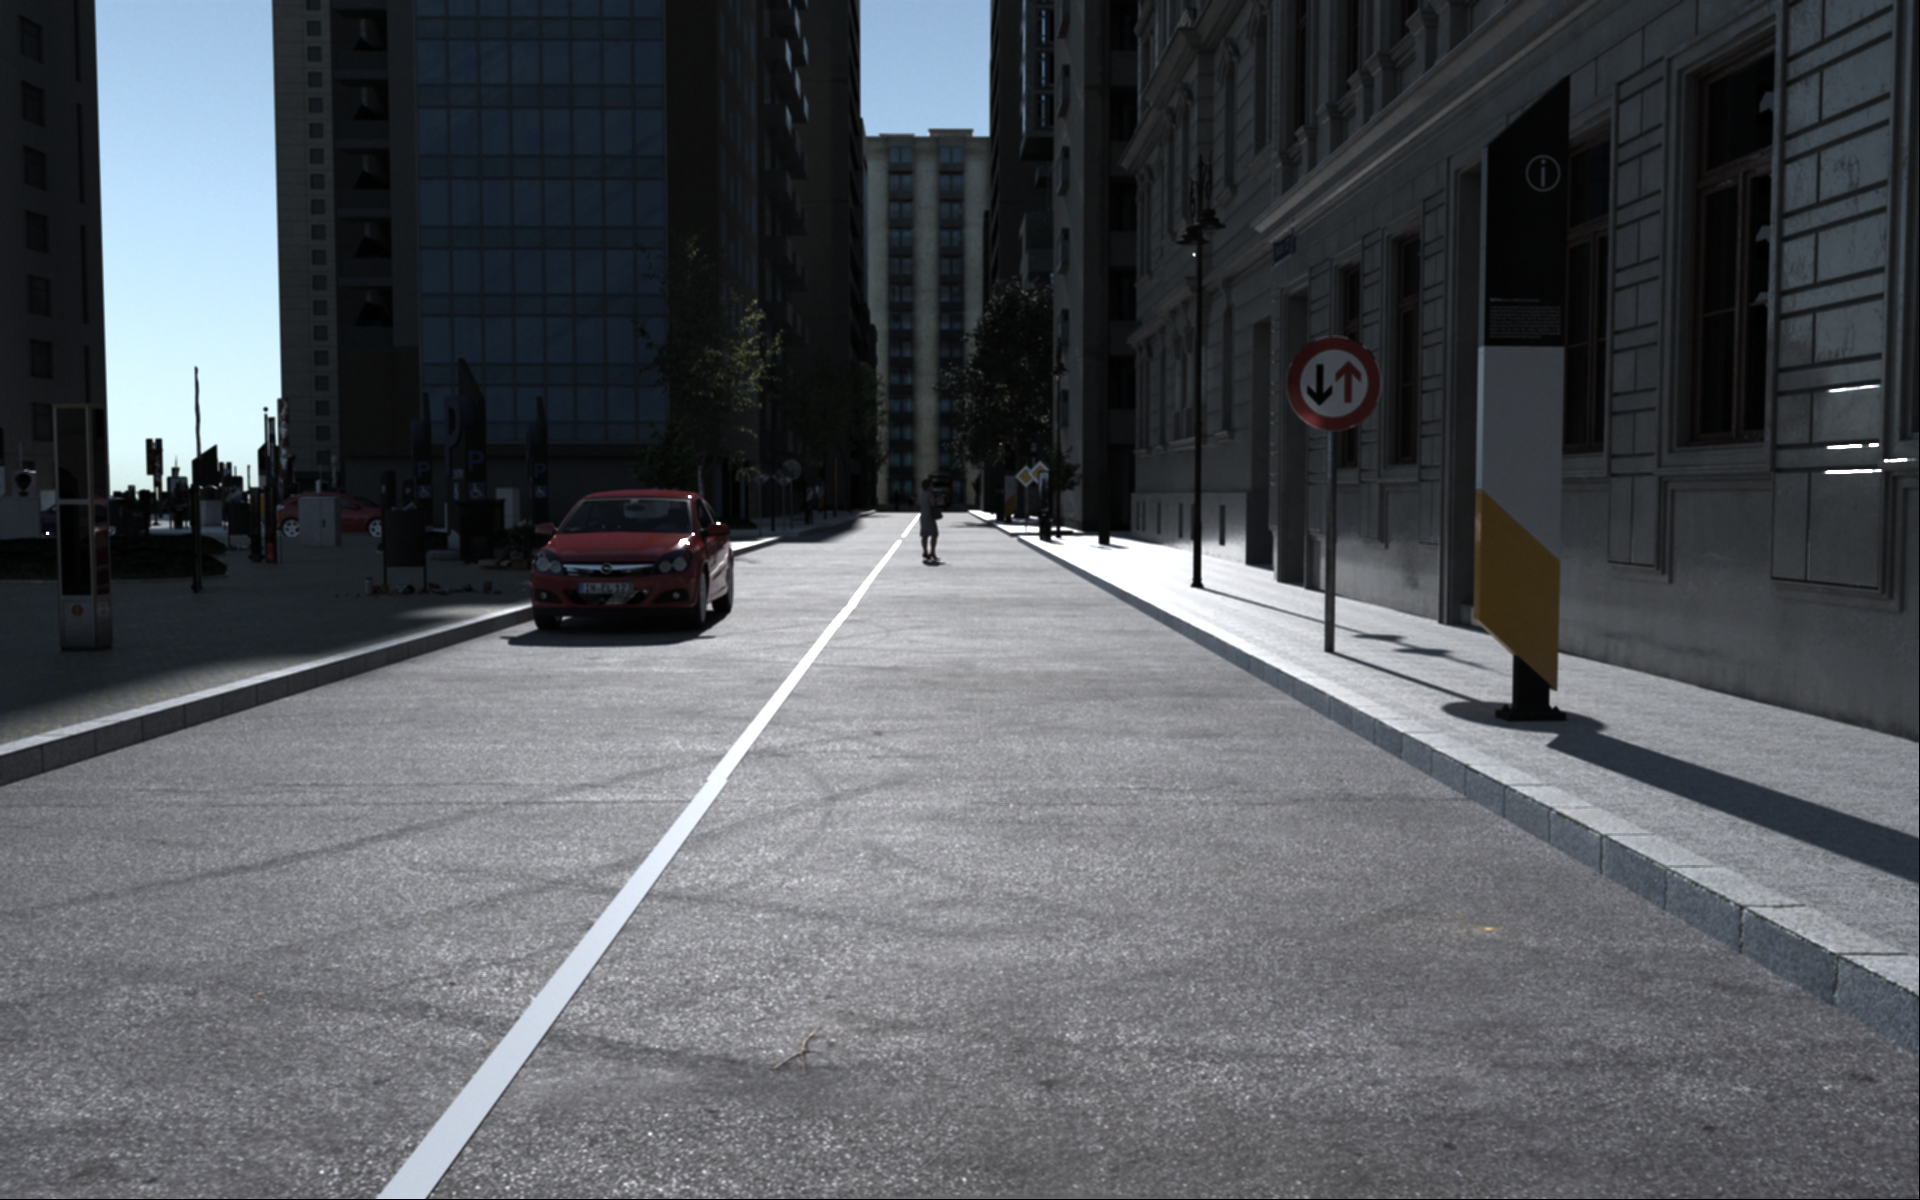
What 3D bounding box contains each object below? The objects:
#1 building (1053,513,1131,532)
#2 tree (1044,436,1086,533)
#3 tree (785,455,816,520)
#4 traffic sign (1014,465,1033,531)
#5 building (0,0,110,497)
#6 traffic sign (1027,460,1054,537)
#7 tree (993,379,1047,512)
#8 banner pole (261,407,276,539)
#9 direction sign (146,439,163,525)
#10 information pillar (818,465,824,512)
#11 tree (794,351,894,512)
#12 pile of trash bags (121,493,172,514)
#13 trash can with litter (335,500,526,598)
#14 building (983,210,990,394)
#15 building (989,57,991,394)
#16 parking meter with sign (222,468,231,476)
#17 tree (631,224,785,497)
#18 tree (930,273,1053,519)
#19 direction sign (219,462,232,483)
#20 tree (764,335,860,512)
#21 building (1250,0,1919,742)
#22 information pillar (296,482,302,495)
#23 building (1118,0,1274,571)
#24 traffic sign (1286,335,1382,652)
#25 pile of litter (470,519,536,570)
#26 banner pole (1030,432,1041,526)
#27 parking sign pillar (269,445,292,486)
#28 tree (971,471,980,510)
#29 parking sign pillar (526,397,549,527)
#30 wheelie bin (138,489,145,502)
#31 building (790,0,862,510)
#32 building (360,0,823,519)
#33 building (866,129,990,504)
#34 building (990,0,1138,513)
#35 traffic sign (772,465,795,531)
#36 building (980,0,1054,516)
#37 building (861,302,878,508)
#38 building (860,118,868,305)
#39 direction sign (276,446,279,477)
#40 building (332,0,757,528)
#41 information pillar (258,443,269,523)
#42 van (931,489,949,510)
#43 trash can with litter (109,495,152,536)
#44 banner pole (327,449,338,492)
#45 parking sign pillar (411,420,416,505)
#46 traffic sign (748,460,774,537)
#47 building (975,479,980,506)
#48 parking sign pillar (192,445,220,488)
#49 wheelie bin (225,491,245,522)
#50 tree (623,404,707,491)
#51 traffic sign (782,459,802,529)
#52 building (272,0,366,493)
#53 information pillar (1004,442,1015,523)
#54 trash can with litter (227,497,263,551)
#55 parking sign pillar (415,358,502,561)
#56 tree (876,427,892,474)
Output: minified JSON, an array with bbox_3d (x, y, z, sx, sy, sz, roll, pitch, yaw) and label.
[{"bbox_3d":[14.518,-27.200,68.424,21.600,48.544,21.300,0,4,-1],"label":"building"},{"bbox_3d":[3.307,-3.877,57.985,1.663,3.219,1.824,0,3,0],"label":"tree"},{"bbox_3d":[-7.840,-5.537,85.135,1.663,3.219,1.824,0,3,0],"label":"tree"},{"bbox_3d":[2.263,-3.411,59.409,0.795,2.450,0.064,0,4,-1],"label":"traffic sign"},{"bbox_3d":[-43.721,-18.093,67.527,14.107,30.474,14.160,0,4,-1],"label":"building"},{"bbox_3d":[2.376,-2.922,51.425,0.795,2.450,0.064,0,4,-1],"label":"traffic sign"},{"bbox_3d":[3.010,-9.087,98.929,4.360,8.622,3.978,0,3,0],"label":"tree"},{"bbox_3d":[-19.801,-3.653,49.738,0.401,3.779,0.863,-3,5,-44],"label":"banner pole"},{"bbox_3d":[-32.936,-4.824,70.872,0.876,3.537,0.379,2,4,24],"label":"direction sign"},{"bbox_3d":[-9.669,-7.925,120.931,0.504,3.616,0.183,-1,4,-15],"label":"information pillar"},{"bbox_3d":[-8.361,-12.260,126.200,9.928,11.665,9.643,0,3,0],"label":"tree"},{"bbox_3d":[-51.948,-6.140,110.140,1.912,1.369,3.447,2,4,28],"label":"pile of trash bags"},{"bbox_3d":[-6.781,-0.690,22.337,2.233,1.210,1.678,0,4,-7],"label":"trash can with litter"},{"bbox_3d":[9.286,-24.871,178.347,14.160,30.474,14.107,0,4,-1],"label":"building"},{"bbox_3d":[9.745,-29.333,163.196,14.154,41.232,14.086,0,4,-1],"label":"building"},{"bbox_3d":[-49.161,-7.350,116.434,0.543,3.016,1.738,-2,4,-29],"label":"parking meter with sign"},{"bbox_3d":[-6.987,-5.914,47.062,4.360,8.622,3.978,0,3,0],"label":"tree"},{"bbox_3d":[3.249,-10.575,89.912,9.611,12.733,9.660,0,3,0],"label":"tree"},{"bbox_3d":[-52.083,-8.004,122.855,0.876,3.537,0.379,0,4,-4],"label":"direction sign"},{"bbox_3d":[-6.944,-7.981,80.846,4.737,8.622,4.395,0,3,0],"label":"tree"},{"bbox_3d":[9.806,-10.980,15.682,11.583,22.565,21.152,0,4,-1],"label":"building"},{"bbox_3d":[-39.521,-6.050,103.403,0.304,2.012,0.304,1,4,8],"label":"information pillar"},{"bbox_3d":[11.323,-15.346,38.301,14.401,28.519,23.554,0,4,-1],"label":"building"},{"bbox_3d":[3.007,-0.851,14.022,0.768,2.556,0.104,0,4,2],"label":"traffic sign"},{"bbox_3d":[-7.688,-0.957,29.607,1.176,0.858,1.719,-2,4,-35],"label":"pile of litter"},{"bbox_3d":[3.094,-4.924,70.531,0.401,3.779,0.863,-2,4,-34],"label":"banner pole"},{"bbox_3d":[-34.568,-6.098,88.172,1.447,3.967,1.447,1,4,14],"label":"parking sign pillar"},{"bbox_3d":[1.605,-9.073,142.936,1.663,3.219,1.824,0,3,0],"label":"tree"},{"bbox_3d":[-11.556,-3.603,47.388,1.447,3.967,1.447,-1,4,-19],"label":"parking sign pillar"},{"bbox_3d":[-49.781,-5.980,105.679,0.693,1.594,0.980,-2,4,-26],"label":"wheelie bin"},{"bbox_3d":[-19.384,-31.851,144.470,21.300,48.544,21.600,0,4,-1],"label":"building"},{"bbox_3d":[-20.489,-29.390,100.136,23.786,49.044,30.456,0,4,-1],"label":"building"},{"bbox_3d":[-1.307,-37.328,229.921,30.456,49.044,23.786,0,4,-1],"label":"building"},{"bbox_3d":[13.521,-31.897,145.215,21.300,48.544,21.600,0,4,-1],"label":"building"},{"bbox_3d":[-6.031,-3.405,59.312,0.795,2.450,0.064,0,4,-1],"label":"traffic sign"},{"bbox_3d":[12.898,-49.038,114.443,22.319,86.520,31.000,0,4,-1],"label":"building"},{"bbox_3d":[-22.434,-19.916,170.658,27.650,21.520,28.899,0,4,-1],"label":"building"},{"bbox_3d":[-18.119,-33.765,202.160,14.200,45.320,14.600,0,4,-1],"label":"building"},{"bbox_3d":[-31.978,-5.475,81.509,0.379,3.537,0.876,0,4,7],"label":"direction sign"},{"bbox_3d":[-15.891,-25.684,70.040,14.600,45.320,14.200,0,4,-1],"label":"building"},{"bbox_3d":[-30.598,-5.187,76.157,0.504,3.616,0.183,1,4,13],"label":"information pillar"},{"bbox_3d":[-1.980,-8.935,153.093,2.013,2.044,4.112,0,4,0],"label":"van"},{"bbox_3d":[-24.198,-2.390,50.126,2.233,1.210,1.678,-1,4,-21],"label":"trash can with litter"},{"bbox_3d":[-34.690,-6.463,95.686,0.863,3.779,0.401,2,4,29],"label":"banner pole"},{"bbox_3d":[-14.082,-3.481,45.388,1.447,3.967,1.447,-1,4,-19],"label":"parking sign pillar"},{"bbox_3d":[-5.917,-2.917,51.328,0.795,2.450,0.064,0,4,-1],"label":"traffic sign"},{"bbox_3d":[17.958,-30.906,197.189,32.217,40.220,23.993,0,4,-1],"label":"building"},{"bbox_3d":[-41.040,-6.470,94.263,1.447,3.967,1.447,0,4,-5],"label":"parking sign pillar"},{"bbox_3d":[-33.784,-4.431,80.350,0.693,1.594,0.980,0,4,-2],"label":"wheelie bin"},{"bbox_3d":[-6.237,-2.618,37.402,1.663,3.219,1.824,0,3,0],"label":"tree"},{"bbox_3d":[-6.194,-3.885,63.621,0.768,2.556,0.104,0,4,3],"label":"traffic sign"},{"bbox_3d":[-63.682,-46.418,197.183,20.611,71.187,20.563,0,4,-1],"label":"building"},{"bbox_3d":[2.234,-5.291,77.865,0.504,3.616,0.183,0,4,-7],"label":"information pillar"},{"bbox_3d":[-16.881,-1.743,39.557,2.233,1.210,1.678,-3,5,-41],"label":"trash can with litter"},{"bbox_3d":[-9.680,-2.780,33.930,1.447,3.967,1.447,-2,4,-32],"label":"parking sign pillar"},{"bbox_3d":[-9.396,-14.582,188.781,4.360,8.622,3.978,0,3,0],"label":"tree"}]
